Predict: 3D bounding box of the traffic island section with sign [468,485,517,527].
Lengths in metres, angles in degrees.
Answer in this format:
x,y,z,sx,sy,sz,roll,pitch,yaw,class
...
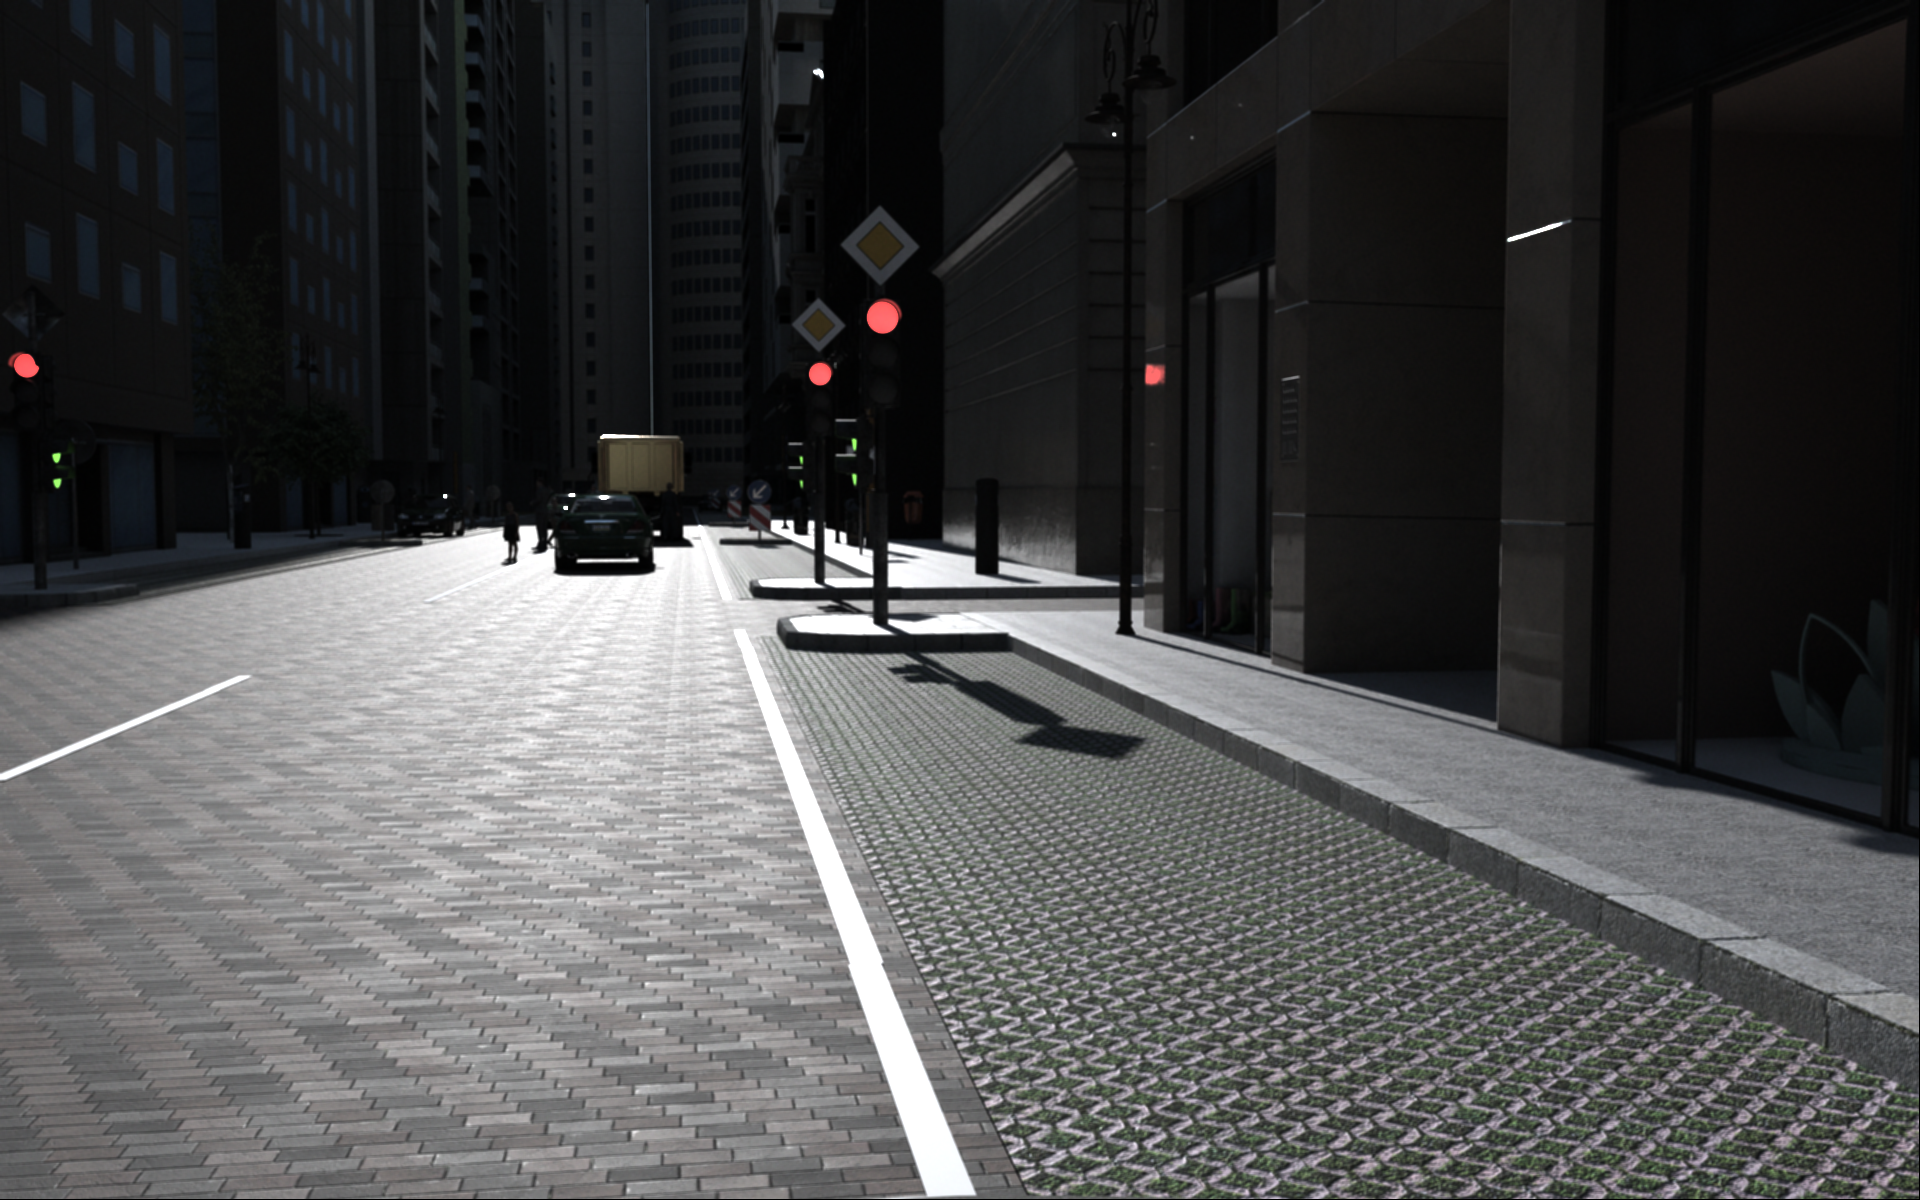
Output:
x,y,z,sx,sy,sz,roll,pitch,yaw,class
-20.237,-4.070,75.174,1.989,1.847,2.006,-1,4,-9,traffic island section with sign

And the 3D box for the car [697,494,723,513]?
x,y,z,sx,sy,sz,roll,pitch,yaw,class
-18.871,-7.401,130.800,2.009,1.686,4.222,-1,4,-10,car

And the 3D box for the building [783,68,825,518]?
x,y,z,sx,sy,sz,roll,pitch,yaw,class
-1.073,-16.116,82.579,14.460,24.649,34.723,-1,4,-9,building

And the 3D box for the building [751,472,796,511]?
x,y,z,sx,sy,sz,roll,pitch,yaw,class
-0.859,-27.570,142.654,32.217,40.220,23.993,-1,4,-9,building

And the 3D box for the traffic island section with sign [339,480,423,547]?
x,y,z,sx,sy,sz,roll,pitch,yaw,class
-15.922,-2.391,47.719,1.989,1.847,2.006,-1,4,-9,traffic island section with sign

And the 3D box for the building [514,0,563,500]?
x,y,z,sx,sy,sz,roll,pitch,yaw,class
-48.095,-32.684,158.086,21.600,48.544,21.300,-1,4,-9,building

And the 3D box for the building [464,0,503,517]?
x,y,z,sx,sy,sz,roll,pitch,yaw,class
-40.531,-48.712,109.108,22.319,86.520,31.000,-1,4,-9,building

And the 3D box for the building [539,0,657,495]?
x,y,z,sx,sy,sz,roll,pitch,yaw,class
-48.242,-39.606,189.555,28.212,58.520,21.231,-1,4,-9,building

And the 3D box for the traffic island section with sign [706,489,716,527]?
x,y,z,sx,sy,sz,roll,pitch,yaw,class
-10.092,-4.148,76.455,1.989,1.847,2.006,-1,4,-9,traffic island section with sign

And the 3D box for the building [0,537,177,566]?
x,y,z,sx,sy,sz,roll,pitch,yaw,class
-24.011,-23.362,32.073,14.600,45.320,14.200,-1,4,-9,building

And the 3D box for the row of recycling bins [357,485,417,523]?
x,y,z,sx,sy,sz,roll,pitch,yaw,class
-26.018,-4.281,77.108,3.534,1.692,1.069,-1,4,-13,row of recycling bins

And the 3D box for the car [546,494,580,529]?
x,y,z,sx,sy,sz,roll,pitch,yaw,class
-16.585,-3.753,73.159,2.131,1.459,4.920,-1,4,-10,car

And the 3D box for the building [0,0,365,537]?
x,y,z,sx,sy,sz,roll,pitch,yaw,class
-30.246,-25.201,62.151,14.600,45.320,14.200,-1,4,-9,building

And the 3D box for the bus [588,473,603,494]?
x,y,z,sx,sy,sz,roll,pitch,yaw,class
-26.266,-8.541,131.195,2.896,3.916,12.252,0,4,-8,bus

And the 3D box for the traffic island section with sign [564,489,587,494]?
x,y,z,sx,sy,sz,roll,pitch,yaw,class
-27.924,-7.053,123.940,1.989,1.847,2.006,-1,4,-9,traffic island section with sign

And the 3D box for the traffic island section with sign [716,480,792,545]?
x,y,z,sx,sy,sz,roll,pitch,yaw,class
-5.847,-2.492,49.365,1.989,1.847,2.006,-1,4,-9,traffic island section with sign

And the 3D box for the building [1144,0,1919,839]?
x,y,z,sx,sy,sz,roll,pitch,yaw,class
13.892,-11.995,0.628,19.350,26.468,34.151,-1,4,-9,building

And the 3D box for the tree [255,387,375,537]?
x,y,z,sx,sy,sz,roll,pitch,yaw,class
-19.705,-4.236,52.968,4.285,4.588,4.351,0,3,0,tree

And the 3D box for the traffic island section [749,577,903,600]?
x,y,z,sx,sy,sz,roll,pitch,yaw,class
-2.001,-0.166,24.990,2.009,0.180,2.903,-1,4,-9,traffic island section

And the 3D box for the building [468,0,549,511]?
x,y,z,sx,sy,sz,roll,pitch,yaw,class
-43.737,-42.706,136.487,20.563,71.187,20.611,-1,4,-9,building

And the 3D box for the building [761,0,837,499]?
x,y,z,sx,sy,sz,roll,pitch,yaw,class
0.680,-32.249,116.502,28.713,52.752,27.495,-1,4,-9,building

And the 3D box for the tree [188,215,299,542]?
x,y,z,sx,sy,sz,roll,pitch,yaw,class
-19.315,-5.815,45.440,4.737,8.622,4.395,0,3,0,tree

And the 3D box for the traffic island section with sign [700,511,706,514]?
x,y,z,sx,sy,sz,roll,pitch,yaw,class
-17.933,-7.198,126.323,1.989,1.847,2.006,-1,4,-9,traffic island section with sign

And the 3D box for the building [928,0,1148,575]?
x,y,z,sx,sy,sz,roll,pitch,yaw,class
14.767,-12.398,35.984,30.059,22.955,16.112,-1,4,-9,building

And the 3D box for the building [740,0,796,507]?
x,y,z,sx,sy,sz,roll,pitch,yaw,class
-9.605,-33.050,164.062,21.300,48.544,21.600,-1,4,-9,building

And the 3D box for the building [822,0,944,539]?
x,y,z,sx,sy,sz,roll,pitch,yaw,class
2.283,-13.902,56.968,12.332,23.373,15.834,-1,4,-9,building

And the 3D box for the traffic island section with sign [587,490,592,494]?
x,y,z,sx,sy,sz,roll,pitch,yaw,class
-32.122,-8.691,150.731,1.989,1.847,2.006,-1,4,-9,traffic island section with sign

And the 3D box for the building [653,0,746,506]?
x,y,z,sx,sy,sz,roll,pitch,yaw,class
-20.364,-39.870,193.875,28.212,58.520,21.231,-1,4,-9,building

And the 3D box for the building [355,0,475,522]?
x,y,z,sx,sy,sz,roll,pitch,yaw,class
-32.020,-24.512,84.370,14.154,41.232,14.086,-1,4,-9,building

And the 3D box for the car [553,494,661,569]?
x,y,z,sx,sy,sz,roll,pitch,yaw,class
-7.041,-1.387,34.471,2.131,1.459,4.920,-1,4,-9,car

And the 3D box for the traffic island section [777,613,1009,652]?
x,y,z,sx,sy,sz,roll,pitch,yaw,class
-0.761,0.317,17.101,2.009,0.180,2.903,-1,4,-9,traffic island section

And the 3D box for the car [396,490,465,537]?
x,y,z,sx,sy,sz,roll,pitch,yaw,class
-17.823,-2.972,58.383,2.009,1.686,4.222,0,4,-7,car
